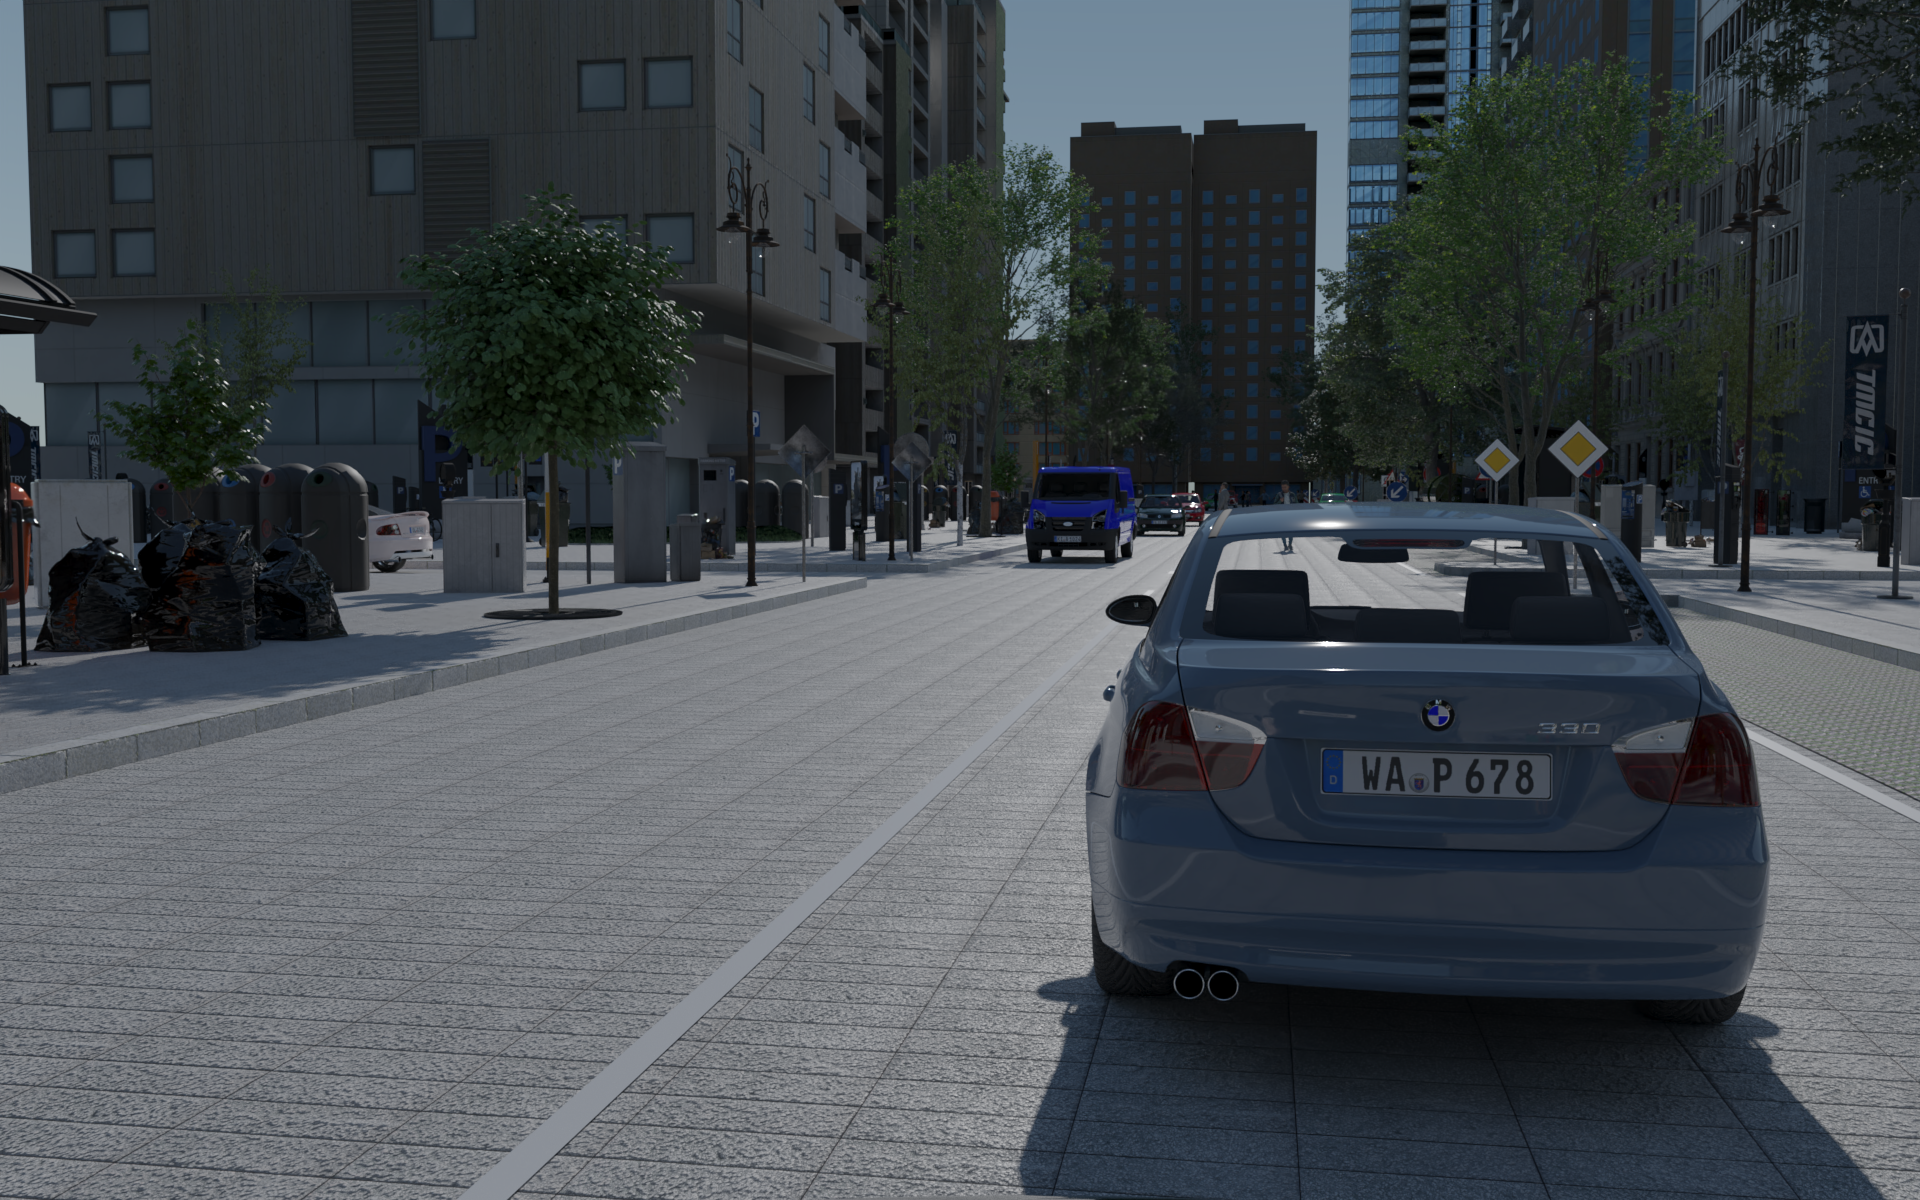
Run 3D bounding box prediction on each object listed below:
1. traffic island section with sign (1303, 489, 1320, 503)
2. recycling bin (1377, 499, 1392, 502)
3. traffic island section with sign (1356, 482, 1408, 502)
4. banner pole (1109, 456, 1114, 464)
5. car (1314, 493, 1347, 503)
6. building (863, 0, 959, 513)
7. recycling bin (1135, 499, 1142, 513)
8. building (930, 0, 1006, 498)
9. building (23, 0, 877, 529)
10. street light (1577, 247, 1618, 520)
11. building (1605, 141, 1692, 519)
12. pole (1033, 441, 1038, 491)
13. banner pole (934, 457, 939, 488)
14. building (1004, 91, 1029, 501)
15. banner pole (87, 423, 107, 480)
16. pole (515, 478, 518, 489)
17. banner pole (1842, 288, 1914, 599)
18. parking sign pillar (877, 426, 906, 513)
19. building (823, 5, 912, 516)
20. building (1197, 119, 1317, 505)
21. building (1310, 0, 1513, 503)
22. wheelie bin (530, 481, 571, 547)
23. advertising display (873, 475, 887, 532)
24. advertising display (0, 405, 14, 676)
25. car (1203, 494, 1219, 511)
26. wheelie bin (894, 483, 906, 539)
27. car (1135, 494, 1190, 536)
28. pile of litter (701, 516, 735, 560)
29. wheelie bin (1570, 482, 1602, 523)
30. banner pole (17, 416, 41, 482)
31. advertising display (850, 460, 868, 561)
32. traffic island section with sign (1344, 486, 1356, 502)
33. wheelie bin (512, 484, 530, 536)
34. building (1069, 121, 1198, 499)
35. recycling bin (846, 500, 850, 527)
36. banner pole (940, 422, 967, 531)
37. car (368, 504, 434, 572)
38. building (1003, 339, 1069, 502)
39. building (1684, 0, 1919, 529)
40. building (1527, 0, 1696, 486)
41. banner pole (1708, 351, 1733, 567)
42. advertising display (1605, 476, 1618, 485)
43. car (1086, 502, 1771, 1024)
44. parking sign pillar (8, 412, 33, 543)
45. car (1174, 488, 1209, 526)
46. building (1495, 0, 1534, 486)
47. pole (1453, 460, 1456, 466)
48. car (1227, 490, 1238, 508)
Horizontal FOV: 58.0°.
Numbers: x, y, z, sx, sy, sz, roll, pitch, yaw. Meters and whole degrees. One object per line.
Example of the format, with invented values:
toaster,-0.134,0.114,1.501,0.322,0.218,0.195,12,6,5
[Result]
traffic island section with sign,27.060,-7.578,132.524,1.989,1.847,2.006,1,4,10
recycling bin,20.690,-4.370,84.000,0.722,1.027,0.722,2,4,33
traffic island section with sign,13.949,-2.897,55.993,1.989,1.847,2.006,1,4,10
banner pole,9.100,-6.982,104.170,0.401,3.779,0.863,-1,4,-17
car,20.326,-5.235,94.388,1.959,1.807,4.718,1,4,10
building,-10.792,-41.716,120.307,20.563,71.187,20.611,1,4,10
recycling bin,10.008,-5.197,97.525,0.722,1.027,0.722,0,4,8
building,-4.315,-27.822,138.476,14.154,41.232,14.086,1,4,10
building,-19.526,-29.682,74.537,28.713,52.752,27.495,1,4,10
street light,11.972,-3.662,32.665,0.468,5.910,1.993,1,4,10
building,41.737,-15.604,91.276,11.583,22.565,21.152,1,4,10
pole,2.891,-4.424,66.169,0.158,3.312,0.155,0,3,0
banner pole,-1.283,-6.835,101.766,0.401,3.779,0.863,-3,5,-41
building,-9.099,-31.017,161.748,28.867,44.769,22.147,1,4,10
banner pole,-30.187,-4.328,60.775,0.863,3.779,0.401,0,4,5
pole,-13.862,-3.697,54.285,0.158,3.312,0.155,0,3,0
banner pole,11.278,-1.911,21.262,0.863,3.779,0.401,2,4,28
parking sign pillar,-2.625,-4.930,69.072,1.447,3.967,1.447,-2,4,-30
building,-11.098,-20.307,103.726,14.160,30.474,14.107,1,4,10
building,35.525,-34.226,209.699,14.200,45.320,14.600,1,4,10
building,58.268,-54.721,207.362,31.000,86.520,22.319,1,4,10
wheelie bin,-9.887,-2.099,42.229,0.693,1.594,0.980,-3,4,-37
advertising display,-2.711,-3.272,58.708,0.123,1.923,0.974,-2,4,-25
advertising display,-7.195,-0.425,12.169,0.974,1.923,0.123,0,4,-8
car,21.649,-8.440,146.795,1.959,1.807,4.718,1,4,11
wheelie bin,-1.612,-2.522,49.142,0.980,1.594,0.693,-3,4,-37
car,7.023,-3.103,60.513,2.009,1.686,4.222,1,4,8
pile of litter,-5.135,-1.256,34.501,1.176,0.858,1.719,-2,4,-24
wheelie bin,16.117,-2.241,44.542,0.980,1.594,0.693,-3,5,-42
banner pole,-30.052,-4.027,55.861,0.863,3.779,0.401,0,4,-5
advertising display,-1.949,-1.723,33.382,0.123,1.923,0.974,-1,4,-16
traffic island section with sign,18.537,-4.537,82.810,1.989,1.847,2.006,1,4,10
wheelie bin,-13.171,-2.729,52.524,0.980,1.594,0.693,1,4,14
building,21.122,-34.303,210.956,14.200,45.320,14.600,1,4,10
recycling bin,-4.419,-3.436,68.733,0.722,1.027,0.722,0,4,7
banner pole,-0.171,-4.278,59.957,0.863,3.779,0.401,-1,4,-18
car,-12.016,-1.168,31.467,4.827,1.381,2.083,1,4,11
building,0.865,-23.090,222.566,28.899,21.520,27.650,1,4,10
building,38.640,-15.469,70.936,12.078,24.808,19.932,1,4,10
building,49.354,-29.037,124.870,14.600,45.320,14.200,1,4,10
banner pole,13.439,-2.483,30.609,0.401,3.779,0.863,1,4,12
advertising display,23.376,-3.485,62.192,0.123,1.923,0.974,3,5,40
car,1.469,0.362,6.092,2.014,1.417,4.499,1,4,10
parking sign pillar,-25.132,-3.489,45.514,1.447,3.967,1.447,-2,4,-29
car,10.159,-4.239,78.344,2.155,1.783,4.494,1,4,9
building,57.973,-32.192,145.953,23.786,49.044,30.456,1,4,10
pole,29.706,-6.751,104.225,0.158,3.312,0.155,0,3,0
car,27.689,-10.448,179.498,2.281,1.827,5.304,1,4,12
